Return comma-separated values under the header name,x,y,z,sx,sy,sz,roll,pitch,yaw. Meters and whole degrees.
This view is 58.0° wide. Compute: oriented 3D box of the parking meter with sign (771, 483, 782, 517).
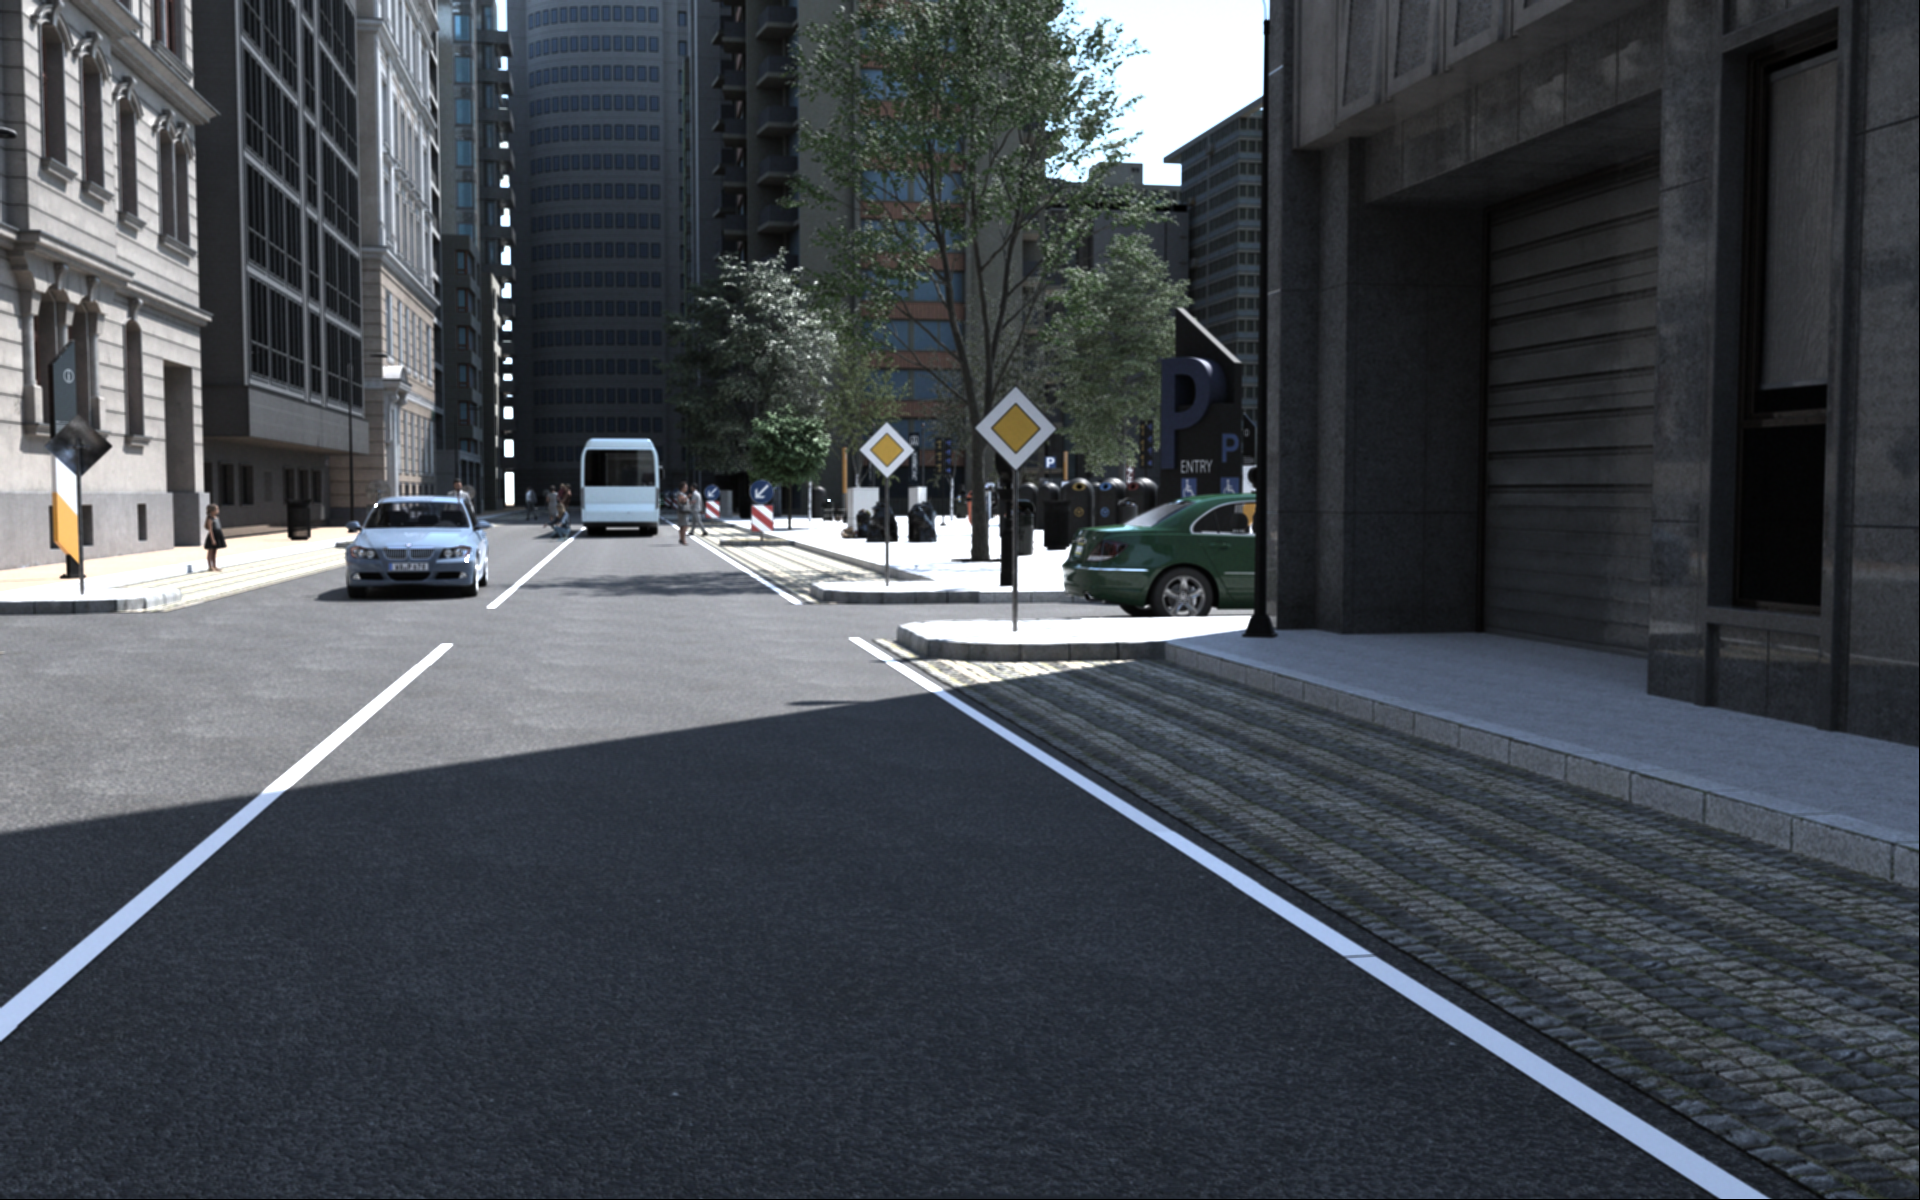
name,x,y,z,sx,sy,sz,roll,pitch,yaw
parking meter with sign,-10.389,-6.231,98.144,0.543,3.016,1.738,0,4,3

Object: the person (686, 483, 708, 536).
name,x,y,z,sx,sy,sz,roll,pitch,yaw
person,-8.933,-3.050,58.639,0.850,1.792,0.678,1,4,10

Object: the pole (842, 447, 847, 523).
name,x,y,z,sx,sy,sz,roll,pitch,yaw
pole,-5.033,-5.006,75.684,0.158,3.312,0.155,0,3,0

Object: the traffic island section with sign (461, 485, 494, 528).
name,x,y,z,sx,sy,sz,roll,pitch,yaw
traffic island section with sign,-20.853,-3.970,73.533,1.989,1.847,2.006,-1,4,-11

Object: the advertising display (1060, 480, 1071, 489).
name,x,y,z,sx,sy,sz,roll,pitch,yaw
advertising display,5.177,-4.633,80.963,0.974,1.923,0.123,1,4,13

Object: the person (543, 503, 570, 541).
name,x,y,z,sx,sy,sz,roll,pitch,yaw
person,-12.257,-2.383,52.955,0.738,1.151,1.012,-2,4,-29

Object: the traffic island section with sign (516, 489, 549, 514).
name,x,y,z,sx,sy,sz,roll,pitch,yaw
traffic island section with sign,-30.360,-6.969,122.566,1.989,1.847,2.006,-1,4,-11

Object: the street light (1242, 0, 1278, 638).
name,x,y,z,sx,sy,sz,roll,pitch,yaw
street light,2.178,-2.619,15.369,1.470,5.913,1.316,-1,4,-11

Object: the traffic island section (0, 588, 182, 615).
name,x,y,z,sx,sy,sz,roll,pitch,yaw
traffic island section,-11.192,0.015,22.041,2.009,0.180,2.903,-1,4,-11

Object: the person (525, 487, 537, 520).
name,x,y,z,sx,sy,sz,roll,pitch,yaw
person,-23.583,-5.301,95.277,0.850,1.850,0.679,3,4,38

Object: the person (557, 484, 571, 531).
name,x,y,z,sx,sy,sz,roll,pitch,yaw
person,-15.389,-3.608,67.463,0.580,1.828,0.573,1,4,10

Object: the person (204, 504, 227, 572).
name,x,y,z,sx,sy,sz,roll,pitch,yaw
person,-13.710,-1.145,31.897,0.373,1.253,0.362,1,4,9

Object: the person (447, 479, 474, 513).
name,x,y,z,sx,sy,sz,roll,pitch,yaw
person,-11.813,-1.959,40.802,0.678,1.792,0.850,-1,4,-19

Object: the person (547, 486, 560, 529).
name,x,y,z,sx,sy,sz,roll,pitch,yaw
person,-16.768,-3.852,71.845,0.716,1.782,0.532,0,4,-3

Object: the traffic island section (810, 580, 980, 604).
name,x,y,z,sx,sy,sz,roll,pitch,yaw
traffic island section,-0.989,-0.106,24.007,2.009,0.180,2.903,-1,4,-11

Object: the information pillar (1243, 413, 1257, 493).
name,x,y,z,sx,sy,sz,roll,pitch,yaw
information pillar,8.391,-3.601,50.235,0.183,3.616,0.504,-3,4,-36

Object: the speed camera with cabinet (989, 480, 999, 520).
name,x,y,z,sx,sy,sz,roll,pitch,yaw
speed camera with cabinet,1.570,-5.650,86.711,2.038,3.252,0.660,0,4,-4

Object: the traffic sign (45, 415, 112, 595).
name,x,y,z,sx,sy,sz,roll,pitch,yaw
traffic sign,-11.170,-1.122,21.983,0.795,2.450,0.064,-1,4,-11

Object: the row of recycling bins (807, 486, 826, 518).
name,x,y,z,sx,sy,sz,roll,pitch,yaw
row of recycling bins,-7.697,-5.244,92.846,1.069,1.692,3.534,0,4,-6

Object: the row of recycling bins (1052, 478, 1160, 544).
name,x,y,z,sx,sy,sz,roll,pitch,yaw
row of recycling bins,4.216,-2.268,44.193,3.534,1.692,1.069,2,4,34

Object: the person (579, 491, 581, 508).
name,x,y,z,sx,sy,sz,roll,pitch,yaw
person,-32.346,-8.511,148.435,0.721,1.735,1.217,-2,4,-30

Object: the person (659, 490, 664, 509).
name,x,y,z,sx,sy,sz,roll,pitch,yaw
person,-28.402,-9.527,164.136,0.709,1.838,0.599,2,4,33

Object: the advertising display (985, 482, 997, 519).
name,x,y,z,sx,sy,sz,roll,pitch,yaw
advertising display,1.635,-5.218,90.533,0.123,1.923,0.974,-2,4,-31

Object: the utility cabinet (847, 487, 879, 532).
name,x,y,z,sx,sy,sz,roll,pitch,yaw
utility cabinet,-3.218,-2.983,57.446,0.318,1.500,1.173,3,5,44

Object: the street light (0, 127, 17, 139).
name,x,y,z,sx,sy,sz,roll,pitch,yaw
street light,-12.654,-3.026,22.011,1.470,5.913,1.316,-1,4,-11

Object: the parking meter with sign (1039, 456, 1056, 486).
name,x,y,z,sx,sy,sz,roll,pitch,yaw
parking meter with sign,4.018,-5.184,81.020,0.543,3.016,1.738,-1,4,-11

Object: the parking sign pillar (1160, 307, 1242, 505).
name,x,y,z,sx,sy,sz,roll,pitch,yaw
parking sign pillar,3.398,-2.204,24.509,1.447,3.967,1.447,-2,4,-32

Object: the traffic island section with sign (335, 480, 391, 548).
name,x,y,z,sx,sy,sz,roll,pitch,yaw
traffic island section with sign,-15.633,-2.323,46.603,1.989,1.847,2.006,-1,4,-11

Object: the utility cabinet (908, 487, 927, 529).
name,x,y,z,sx,sy,sz,roll,pitch,yaw
utility cabinet,-1.295,-2.681,52.515,0.318,1.500,1.173,1,4,12

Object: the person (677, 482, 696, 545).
name,x,y,z,sx,sy,sz,roll,pitch,yaw
person,-7.708,-2.436,48.689,0.532,1.782,0.716,0,4,3

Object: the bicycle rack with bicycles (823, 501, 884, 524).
name,x,y,z,sx,sy,sz,roll,pitch,yaw
bicycle rack with bicycles,-4.424,-3.726,74.302,2.852,0.926,2.925,2,4,33

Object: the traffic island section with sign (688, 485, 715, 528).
name,x,y,z,sx,sy,sz,roll,pitch,yaw
traffic island section with sign,-10.812,-4.036,74.621,1.989,1.847,2.006,-1,4,-11

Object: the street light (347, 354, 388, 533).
name,x,y,z,sx,sy,sz,roll,pitch,yaw
street light,-19.596,-5.185,57.321,1.470,5.913,1.316,-1,4,-11

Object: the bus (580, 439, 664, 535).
name,x,y,z,sx,sy,sz,roll,pitch,yaw
bus,-12.419,-4.230,64.017,2.948,3.499,13.247,-1,4,-10

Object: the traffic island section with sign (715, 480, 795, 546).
name,x,y,z,sx,sy,sz,roll,pitch,yaw
traffic island section with sign,-5.674,-2.418,48.158,1.989,1.847,2.006,-1,4,-11

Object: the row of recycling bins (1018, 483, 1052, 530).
name,x,y,z,sx,sy,sz,roll,pitch,yaw
row of recycling bins,3.649,-3.376,62.316,3.534,1.692,1.069,2,4,30

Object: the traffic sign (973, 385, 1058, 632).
name,x,y,z,sx,sy,sz,roll,pitch,yaw
traffic sign,0.510,-0.761,16.086,0.795,2.450,0.064,-1,4,-11

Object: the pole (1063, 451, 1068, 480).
name,x,y,z,sx,sy,sz,roll,pitch,yaw
pole,5.023,-5.415,82.375,0.158,3.312,0.155,0,3,0

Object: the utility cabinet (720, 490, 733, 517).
name,x,y,z,sx,sy,sz,roll,pitch,yaw
utility cabinet,-12.753,-5.258,94.654,0.318,1.500,1.173,-2,4,-26

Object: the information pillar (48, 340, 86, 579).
name,x,y,z,sx,sy,sz,roll,pitch,yaw
information pillar,-13.539,-2.132,26.213,0.183,3.616,0.504,1,4,13

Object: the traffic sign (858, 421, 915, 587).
name,x,y,z,sx,sy,sz,roll,pitch,yaw
traffic sign,-1.011,-1.241,23.926,0.795,2.450,0.064,-1,4,-11

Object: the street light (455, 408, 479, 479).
name,x,y,z,sx,sy,sz,roll,pitch,yaw
street light,-26.487,-7.366,92.969,1.470,5.913,1.316,-1,4,-11

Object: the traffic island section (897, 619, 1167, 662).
name,x,y,z,sx,sy,sz,roll,pitch,yaw
traffic island section,0.531,0.374,16.168,2.009,0.180,2.903,-1,4,-11

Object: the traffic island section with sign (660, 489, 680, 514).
name,x,y,z,sx,sy,sz,roll,pitch,yaw
traffic island section with sign,-20.404,-7.060,124.056,1.989,1.847,2.006,-1,4,-11
